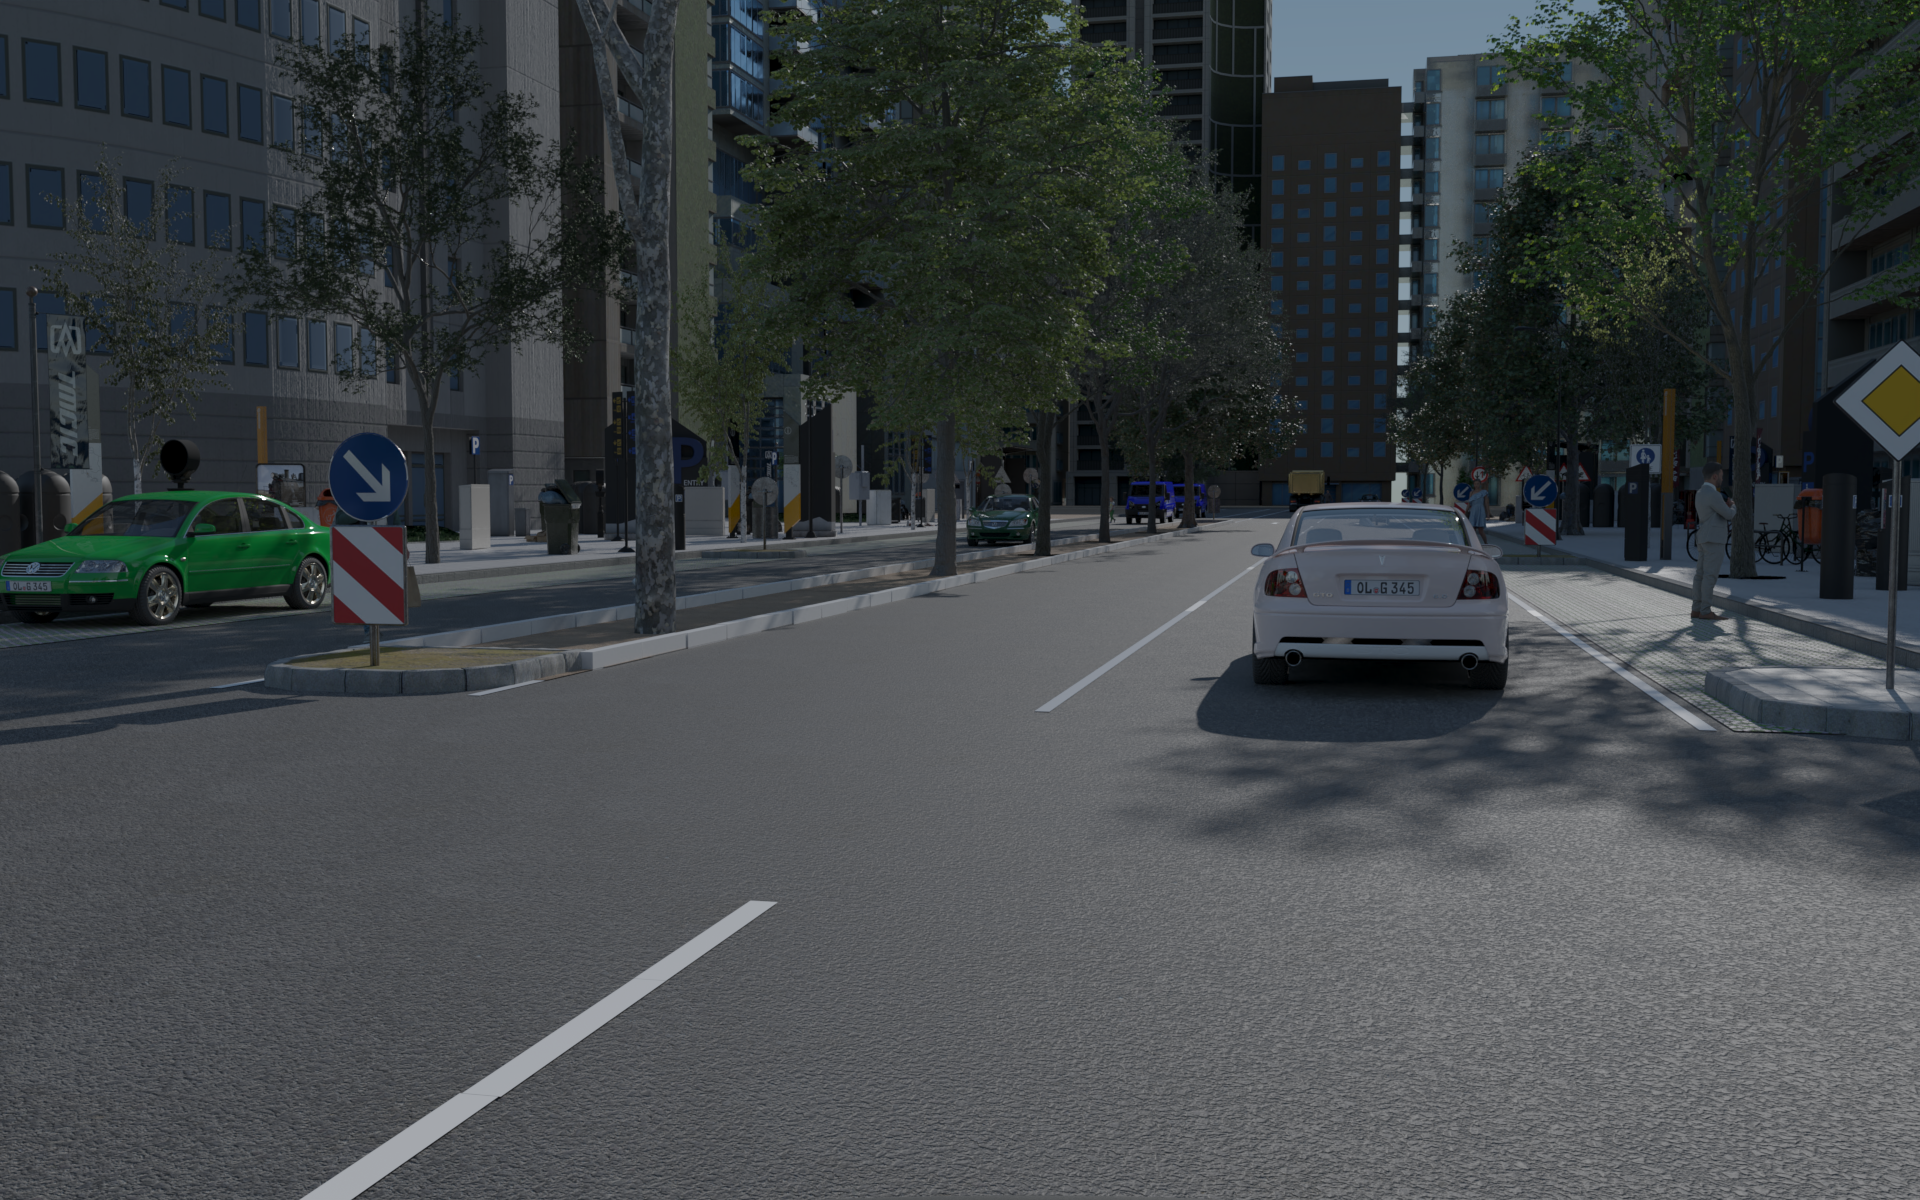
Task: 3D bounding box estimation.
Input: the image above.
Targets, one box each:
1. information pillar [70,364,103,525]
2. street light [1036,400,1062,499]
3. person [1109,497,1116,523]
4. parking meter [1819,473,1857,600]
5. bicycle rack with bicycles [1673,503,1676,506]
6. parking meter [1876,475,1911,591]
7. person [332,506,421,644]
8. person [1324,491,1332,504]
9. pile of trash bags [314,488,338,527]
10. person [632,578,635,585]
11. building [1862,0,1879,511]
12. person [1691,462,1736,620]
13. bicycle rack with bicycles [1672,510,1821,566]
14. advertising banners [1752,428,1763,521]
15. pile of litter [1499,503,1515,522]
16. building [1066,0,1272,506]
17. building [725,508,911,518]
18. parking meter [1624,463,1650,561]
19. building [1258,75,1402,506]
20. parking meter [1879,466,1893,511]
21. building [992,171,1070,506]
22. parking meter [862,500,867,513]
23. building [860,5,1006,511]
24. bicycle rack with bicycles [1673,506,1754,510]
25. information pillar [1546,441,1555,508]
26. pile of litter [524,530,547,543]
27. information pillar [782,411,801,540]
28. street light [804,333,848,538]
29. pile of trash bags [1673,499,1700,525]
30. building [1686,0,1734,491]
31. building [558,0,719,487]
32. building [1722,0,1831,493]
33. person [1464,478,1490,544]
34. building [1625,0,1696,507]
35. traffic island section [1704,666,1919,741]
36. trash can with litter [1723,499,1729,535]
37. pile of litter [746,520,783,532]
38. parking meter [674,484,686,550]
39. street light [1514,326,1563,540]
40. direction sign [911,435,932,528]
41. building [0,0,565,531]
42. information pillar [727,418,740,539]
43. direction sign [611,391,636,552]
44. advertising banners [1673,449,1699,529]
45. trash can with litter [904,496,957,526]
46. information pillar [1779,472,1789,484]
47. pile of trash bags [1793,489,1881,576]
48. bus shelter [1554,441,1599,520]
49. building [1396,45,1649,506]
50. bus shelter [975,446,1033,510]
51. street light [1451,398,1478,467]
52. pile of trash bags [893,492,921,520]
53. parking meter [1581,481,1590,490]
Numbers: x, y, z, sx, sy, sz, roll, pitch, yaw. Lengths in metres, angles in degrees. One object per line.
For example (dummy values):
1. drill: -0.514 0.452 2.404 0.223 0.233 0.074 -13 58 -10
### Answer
1. information pillar: -14.143 -2.240 27.984 0.183 3.616 0.504 3 4 39
2. street light: 4.307 -6.864 84.766 1.470 5.913 1.316 1 4 13
3. person: 7.513 -4.442 85.373 0.306 1.304 0.590 3 5 41
4. parking meter: 10.740 -0.781 21.183 0.372 1.533 0.369 0 3 0
5. bicycle rack with bicycles: 28.484 -3.514 70.829 2.925 0.926 2.852 3 5 44
6. parking meter: 12.443 -0.898 23.095 0.372 1.533 0.369 0 3 0
7. person: -5.453 -0.476 16.264 0.794 1.824 0.713 -2 4 -35
8. person: 34.023 -9.250 160.287 0.990 1.755 0.434 3 4 38
9. pile of trash bags: -11.247 -1.076 27.352 3.447 1.369 1.912 0 4 -1
10. person: -4.557 -1.002 25.554 0.598 1.740 0.731 -2 4 -31
11. building: 46.697 -26.933 64.058 21.300 48.544 21.600 1 4 13
12. person: 8.620 -0.677 19.742 0.466 1.800 0.511 -1 4 -9
13. bicycle rack with bicycles: 15.275 -1.133 31.902 2.852 0.926 2.925 -1 4 -13
14. advertising banners: 20.605 -2.997 45.191 0.090 3.025 2.074 3 5 40
15. pile of litter: 26.651 -4.235 83.210 1.719 0.858 1.176 -1 4 -9
16. building: 23.857 -46.221 193.963 20.611 71.187 20.563 1 4 13
17. building: -15.923 -48.654 108.166 22.319 86.520 31.000 1 4 13
18. parking meter: 12.941 -1.678 33.141 0.255 1.863 0.399 -2 4 -29
19. building: 40.205 -32.911 188.197 14.200 45.320 14.600 1 4 13
20. parking meter: 19.638 -1.887 36.562 0.399 1.863 0.255 2 4 26
21. building: 2.091 -35.251 200.050 21.600 48.544 21.300 1 4 13
22. parking meter: -4.860 -5.139 89.735 0.255 1.863 0.399 2 4 30
23. building: -11.602 -33.781 141.562 27.495 52.752 28.713 1 4 13
24. bicycle rack with bicycles: 18.456 -1.691 41.031 2.852 0.926 2.925 2 4 29
25. information pillar: 20.599 -4.226 60.447 0.183 3.616 0.504 3 5 44
26. pile of litter: -11.119 -1.989 46.485 1.176 0.858 1.719 0 4 -3
27. information pillar: -4.731 -3.503 48.635 0.504 3.616 0.183 1 4 18
28. street light: -3.819 -4.747 50.147 1.470 5.913 1.316 1 4 13
29. pile of trash bags: 31.571 -3.859 72.844 3.447 1.369 1.912 2 4 34
30. building: 51.702 -25.745 104.525 14.154 41.232 14.086 1 4 13
31. building: -20.388 -24.247 80.034 14.154 41.232 14.086 1 4 13
32. building: 49.209 -26.934 90.487 14.600 45.320 14.200 1 4 13
33. person: 12.423 -2.021 41.634 0.778 1.811 0.616 -3 5 -44
34. building: 63.719 -32.715 124.132 28.713 52.752 27.495 1 4 13
35. traffic island section: 6.140 0.665 11.405 2.009 0.180 2.903 1 4 13
36. trash can with litter: 18.979 -1.963 43.481 0.624 1.170 1.055 2 4 25
37. pile of litter: -6.688 -2.706 58.211 1.719 0.858 1.176 -2 4 -29
38. parking meter: -6.478 -1.912 39.666 0.372 1.533 0.369 0 3 0
39. street light: 16.024 -4.616 48.008 1.470 5.913 1.316 1 4 13
40. direction sign: -1.484 -4.554 66.452 0.876 3.537 0.379 -2 4 -27
41. building: -28.060 -31.157 51.414 21.231 58.520 28.212 1 4 13
42. information pillar: -6.555 -3.595 50.138 0.183 3.616 0.504 2 4 26
43. direction sign: -7.384 -2.828 38.242 0.876 3.537 0.379 3 5 42
44. advertising banners: 26.556 -4.079 62.876 2.074 3.025 0.090 -1 4 -13
45. trash can with litter: -1.278 -3.550 69.107 2.233 1.210 1.678 1 4 11
46. information pillar: 26.993 -3.198 56.782 0.304 2.012 0.304 2 4 27
47. pile of trash bags: 14.730 -1.082 27.443 1.912 1.369 3.447 -2 4 -25
48. bus shelter: 27.994 -5.384 79.319 1.731 3.624 6.357 1 4 13
49. building: 62.865 -34.702 186.986 30.456 49.044 23.786 1 4 13
50. bus shelter: 2.251 -5.840 86.768 1.731 3.624 6.357 1 4 13
51. street light: 24.218 -6.759 83.055 1.470 5.913 1.316 1 4 13
52. pile of trash bags: -2.380 -4.656 85.882 1.912 1.369 3.447 1 4 13
53. parking meter: 26.609 -4.164 73.786 0.399 1.863 0.255 -1 4 -11
